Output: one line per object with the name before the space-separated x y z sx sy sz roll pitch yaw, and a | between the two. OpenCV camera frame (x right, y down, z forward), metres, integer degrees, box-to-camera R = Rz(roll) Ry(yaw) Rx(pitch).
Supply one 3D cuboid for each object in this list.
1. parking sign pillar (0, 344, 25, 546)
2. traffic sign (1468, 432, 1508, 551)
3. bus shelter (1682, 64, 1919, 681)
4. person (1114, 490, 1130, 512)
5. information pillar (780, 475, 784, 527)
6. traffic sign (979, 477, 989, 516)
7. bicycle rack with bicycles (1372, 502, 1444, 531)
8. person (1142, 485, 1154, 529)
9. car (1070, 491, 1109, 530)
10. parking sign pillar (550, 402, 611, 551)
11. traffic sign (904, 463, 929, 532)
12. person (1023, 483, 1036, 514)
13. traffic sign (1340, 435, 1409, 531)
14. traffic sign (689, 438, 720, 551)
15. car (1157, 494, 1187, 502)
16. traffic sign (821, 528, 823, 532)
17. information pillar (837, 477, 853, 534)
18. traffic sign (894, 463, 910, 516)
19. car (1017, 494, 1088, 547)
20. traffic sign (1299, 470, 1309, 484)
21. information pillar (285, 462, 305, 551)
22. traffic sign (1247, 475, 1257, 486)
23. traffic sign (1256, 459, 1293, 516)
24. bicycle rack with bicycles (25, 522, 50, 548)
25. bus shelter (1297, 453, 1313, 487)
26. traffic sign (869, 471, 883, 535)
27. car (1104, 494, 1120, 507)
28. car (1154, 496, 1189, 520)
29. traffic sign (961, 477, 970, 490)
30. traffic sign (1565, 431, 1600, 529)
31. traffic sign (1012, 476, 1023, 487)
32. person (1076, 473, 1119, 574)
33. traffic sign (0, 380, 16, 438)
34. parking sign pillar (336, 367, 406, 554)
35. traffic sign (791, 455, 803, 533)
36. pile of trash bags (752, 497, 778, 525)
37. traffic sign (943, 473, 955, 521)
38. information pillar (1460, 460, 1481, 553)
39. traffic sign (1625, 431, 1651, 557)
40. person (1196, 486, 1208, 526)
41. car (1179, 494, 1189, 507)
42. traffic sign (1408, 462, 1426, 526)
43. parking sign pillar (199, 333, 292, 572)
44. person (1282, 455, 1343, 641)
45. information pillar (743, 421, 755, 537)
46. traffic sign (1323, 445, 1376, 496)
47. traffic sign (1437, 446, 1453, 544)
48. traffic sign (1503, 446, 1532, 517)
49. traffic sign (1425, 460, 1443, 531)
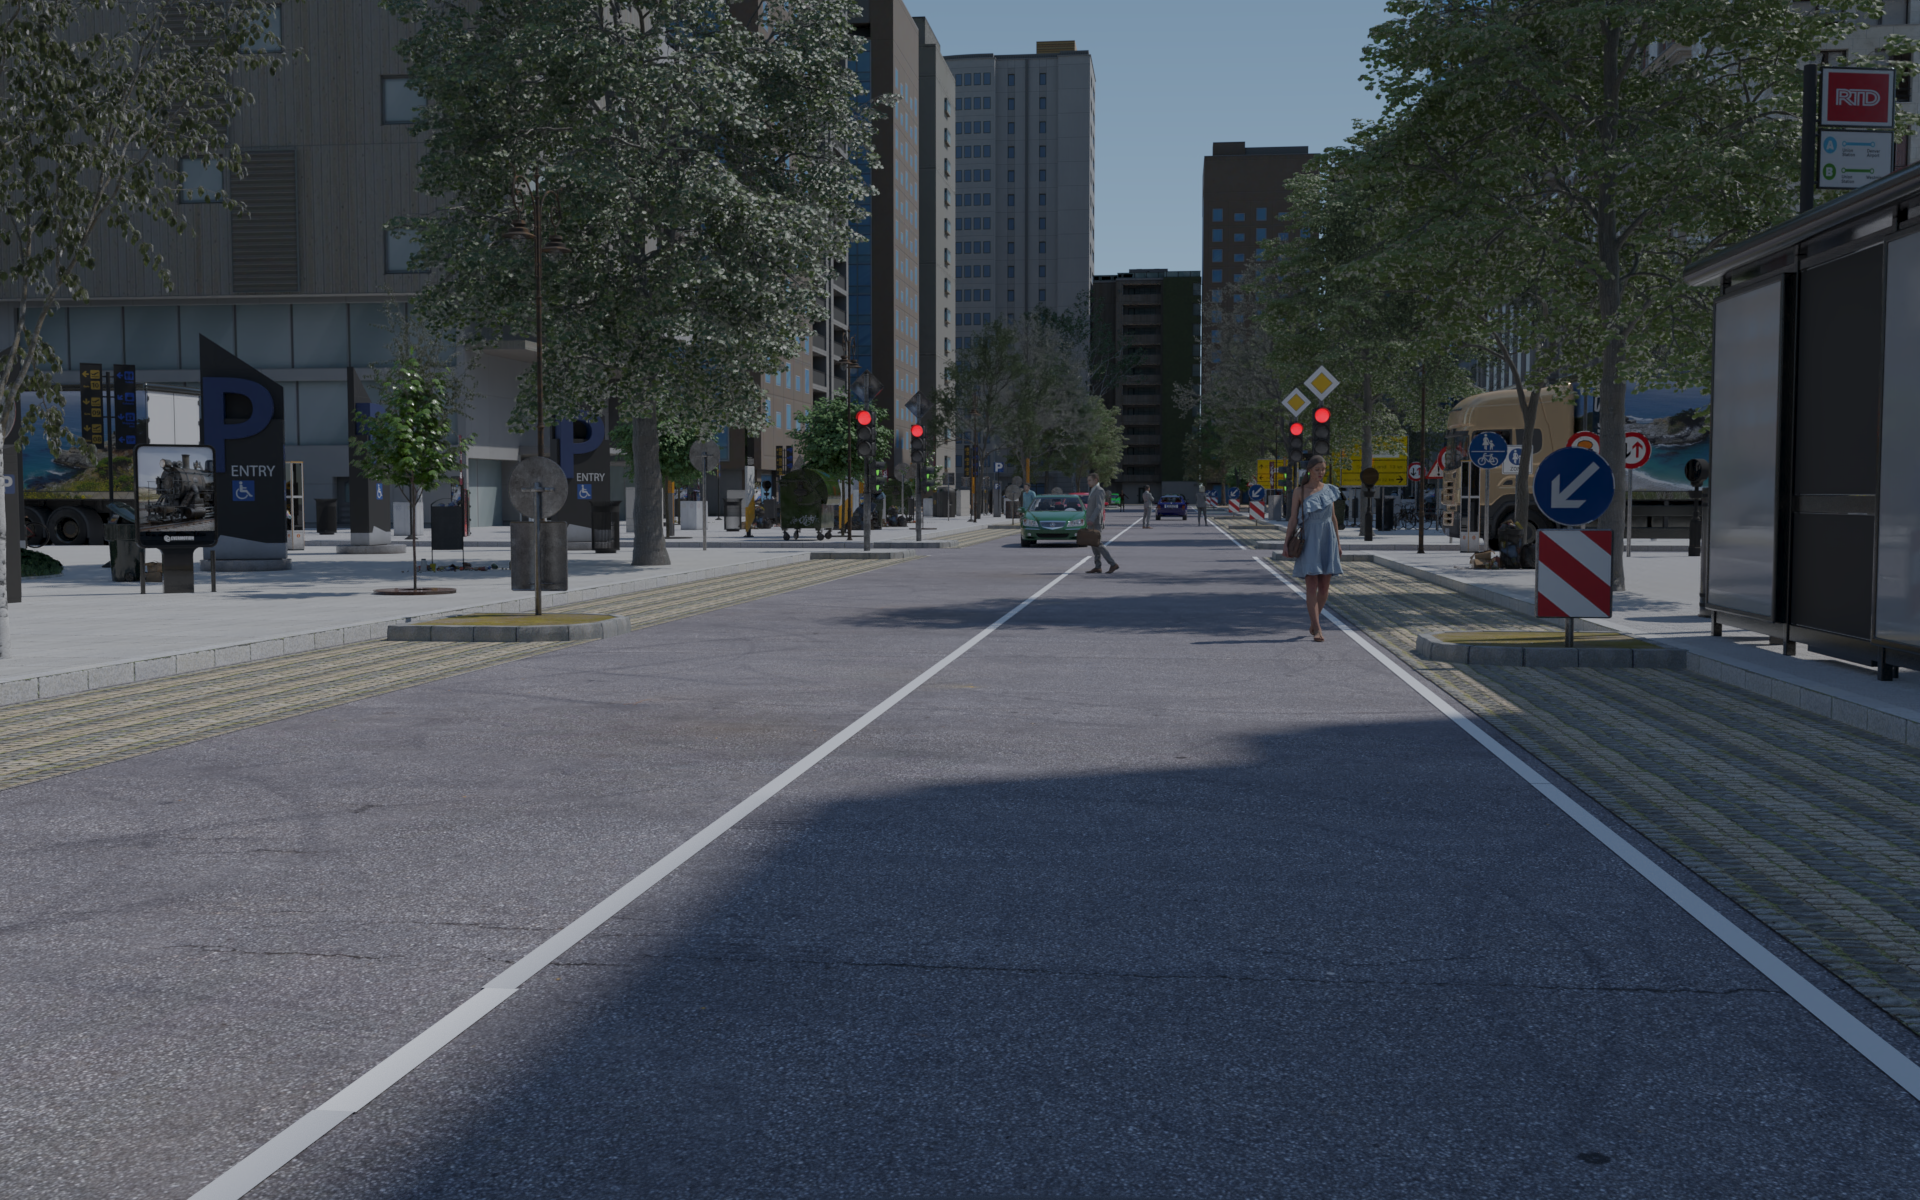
parking sign pillar | -17.271 -2.571 30.502 1.447 3.967 1.447 -3 4 -36
traffic sign | 10.772 -2.158 35.396 0.768 2.556 0.104 1 4 13
bus shelter | 7.404 -2.223 13.981 2.179 5.291 8.768 0 4 7
person | 12.890 -7.873 137.739 1.217 1.766 0.721 1 4 16
information pillar | -6.602 -3.736 65.572 0.304 2.012 0.304 2 4 27
traffic sign | 1.403 -6.073 101.424 0.606 2.300 0.079 1 4 9
bicycle rack with bicycles | 15.810 -2.978 62.080 2.852 0.926 2.925 -1 4 -21
person | 7.820 -3.860 71.794 0.466 1.800 0.511 -3 5 -44
car | 4.963 -3.751 70.370 2.155 1.783 4.494 0 4 6
parking sign pillar | -8.733 -3.142 39.841 1.447 3.967 1.447 -2 4 -35
traffic sign | -1.489 -3.615 59.115 0.884 2.594 0.081 1 4 12
person | 2.466 -3.158 60.156 0.660 1.820 0.620 3 5 39
traffic sign | 14.222 -4.014 59.498 2.265 3.308 0.079 1 4 15
traffic sign | -5.802 -2.396 39.285 0.768 2.556 0.104 1 4 16
car | 14.246 -6.524 116.451 2.009 1.686 4.222 1 4 8
traffic sign | -4.593 -3.514 57.461 0.884 2.594 0.081 1 4 14
information pillar | -3.722 -3.967 56.222 0.504 3.616 0.183 -2 4 -34
traffic sign | -2.329 -4.293 70.302 0.768 2.556 0.104 1 4 16
car | 2.707 -2.229 48.242 2.131 1.459 4.920 0 4 6
traffic sign | 14.581 -4.337 73.047 0.606 2.300 0.079 1 4 12
information pillar | -15.115 -2.130 39.311 0.304 2.012 0.304 3 4 36
traffic sign | 19.778 -7.149 116.890 0.884 2.594 0.081 1 4 9
traffic sign | 18.236 -6.481 99.834 2.265 3.308 0.079 1 4 15
bicycle rack with bicycles | -22.686 -1.604 39.611 2.925 0.926 2.852 -1 4 -16
bus shelter | 18.995 -7.043 92.784 2.179 5.291 8.768 0 4 7
traffic sign | -2.831 -3.318 54.247 0.884 2.594 0.081 1 4 14
car | 16.901 -11.176 191.529 1.959 1.807 4.718 0 4 7
car | 11.678 -5.080 95.637 1.945 1.354 3.894 0 4 7
traffic sign | 0.368 -6.194 103.403 0.606 2.300 0.079 1 4 10
traffic sign | 12.600 -2.133 34.988 0.768 2.556 0.104 1 4 14
traffic sign | 4.015 -7.451 121.934 0.768 2.556 0.104 1 4 9
person | 2.444 -1.387 31.304 0.853 1.813 0.709 -1 4 -15
traffic sign | -10.381 -1.120 18.422 0.768 2.556 0.104 1 4 12
parking sign pillar | -12.741 -2.991 37.370 1.447 3.967 1.447 0 4 2
traffic sign | -5.260 -3.476 56.829 0.884 2.594 0.081 1 4 15
pile of trash bags | -7.269 -3.866 72.969 1.912 1.369 3.447 2 4 27
traffic sign | -0.540 -4.901 82.254 0.606 2.300 0.079 1 4 17
information pillar | 11.124 -2.035 37.761 0.304 2.012 0.304 -1 4 -22
traffic sign | 13.615 -2.146 35.197 0.768 2.556 0.104 1 4 10
person | 10.811 -4.209 77.495 0.537 1.800 0.526 3 4 37
car | 18.100 -8.243 144.561 2.009 1.686 4.222 0 4 6
traffic sign | 18.112 -4.202 68.812 0.768 2.556 0.104 1 4 10
parking sign pillar | -12.054 -2.487 29.130 1.447 3.967 1.447 -1 4 -17
person | 3.469 -0.519 17.077 0.616 1.811 0.778 0 4 2
information pillar | -6.249 -3.673 51.409 0.183 3.616 0.504 1 4 18
traffic sign | 15.607 -4.640 69.745 2.265 3.308 0.079 0 4 8
traffic sign | 12.746 -2.739 44.888 0.768 2.556 0.104 1 4 10
traffic sign | 11.614 -2.080 36.143 0.606 2.300 0.079 1 4 12
traffic sign | 16.456 -3.645 59.596 0.884 2.594 0.081 1 4 11
